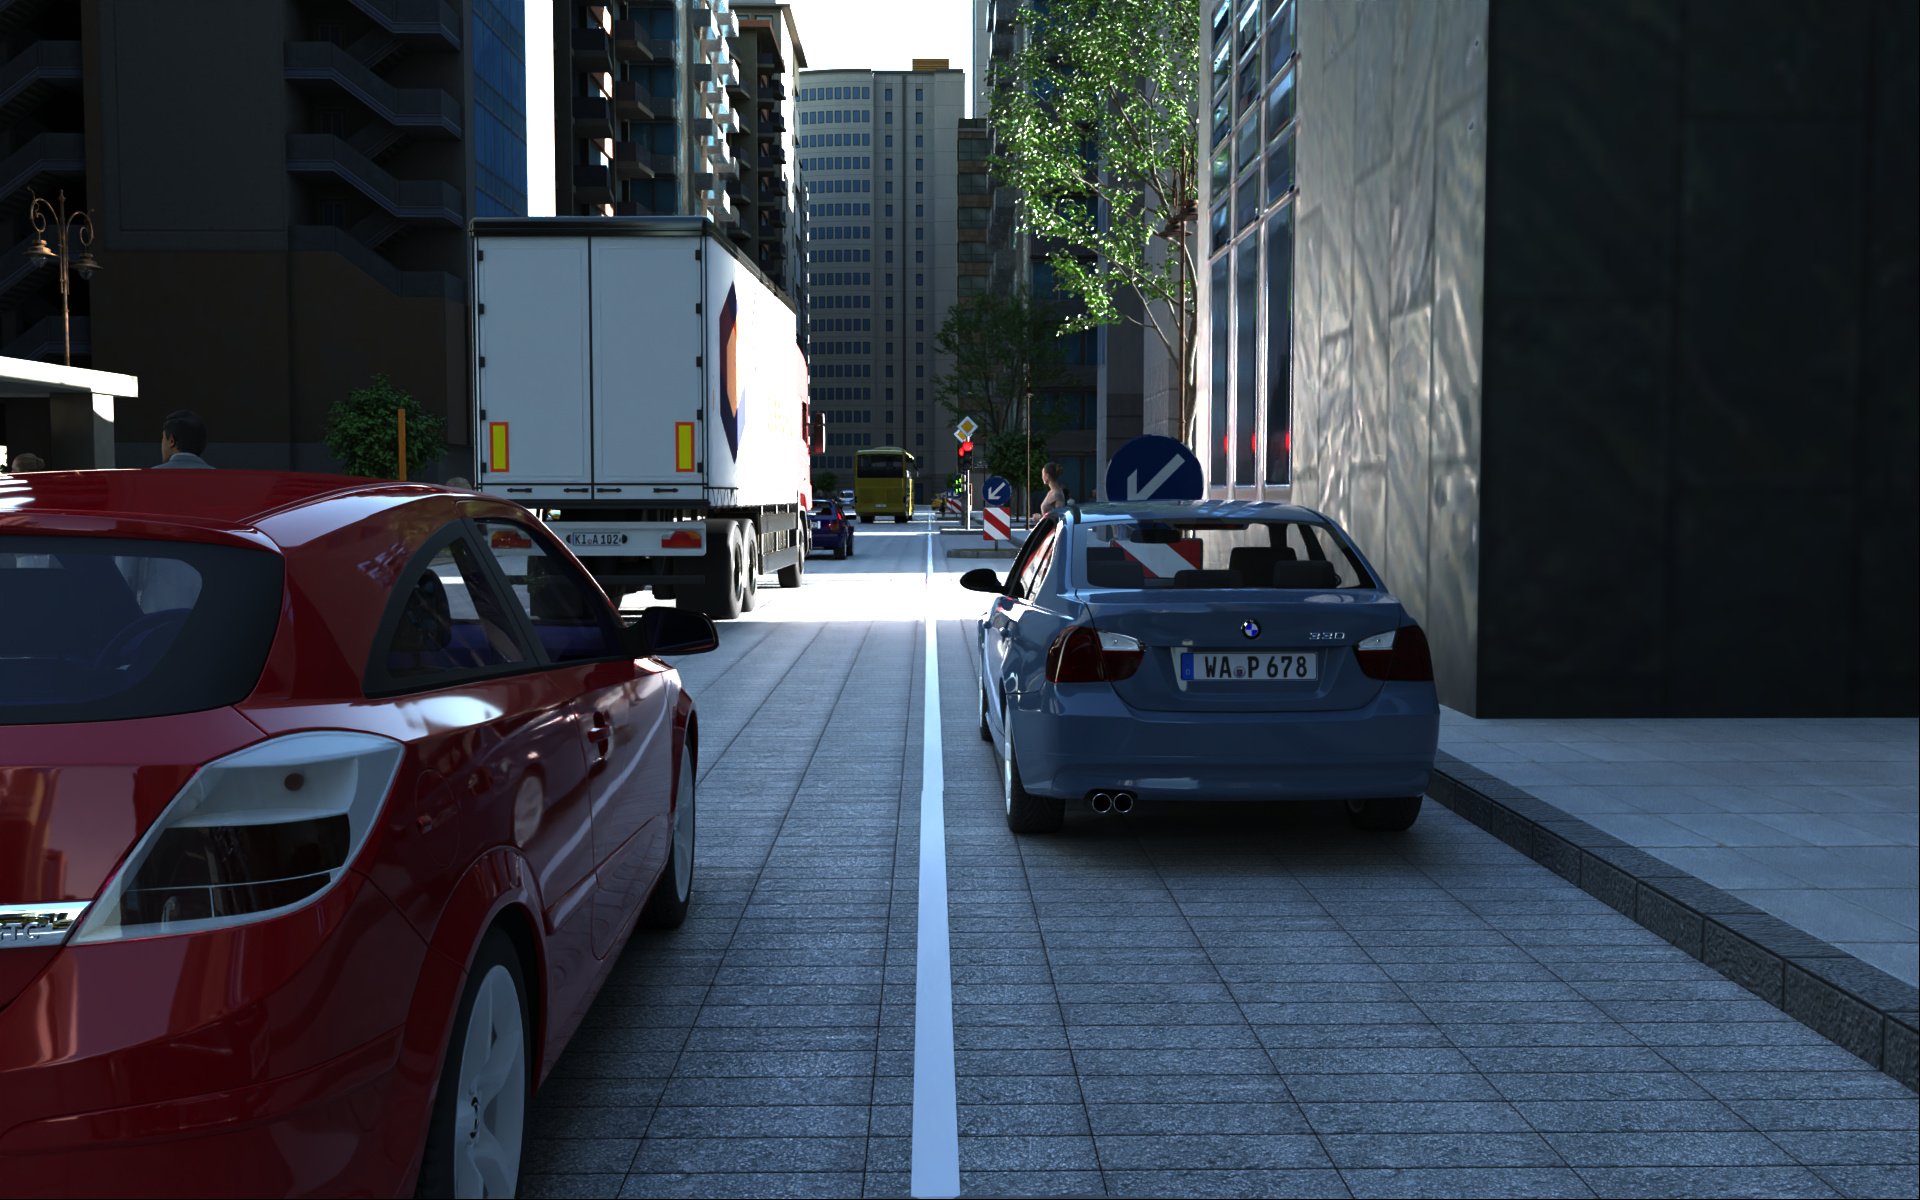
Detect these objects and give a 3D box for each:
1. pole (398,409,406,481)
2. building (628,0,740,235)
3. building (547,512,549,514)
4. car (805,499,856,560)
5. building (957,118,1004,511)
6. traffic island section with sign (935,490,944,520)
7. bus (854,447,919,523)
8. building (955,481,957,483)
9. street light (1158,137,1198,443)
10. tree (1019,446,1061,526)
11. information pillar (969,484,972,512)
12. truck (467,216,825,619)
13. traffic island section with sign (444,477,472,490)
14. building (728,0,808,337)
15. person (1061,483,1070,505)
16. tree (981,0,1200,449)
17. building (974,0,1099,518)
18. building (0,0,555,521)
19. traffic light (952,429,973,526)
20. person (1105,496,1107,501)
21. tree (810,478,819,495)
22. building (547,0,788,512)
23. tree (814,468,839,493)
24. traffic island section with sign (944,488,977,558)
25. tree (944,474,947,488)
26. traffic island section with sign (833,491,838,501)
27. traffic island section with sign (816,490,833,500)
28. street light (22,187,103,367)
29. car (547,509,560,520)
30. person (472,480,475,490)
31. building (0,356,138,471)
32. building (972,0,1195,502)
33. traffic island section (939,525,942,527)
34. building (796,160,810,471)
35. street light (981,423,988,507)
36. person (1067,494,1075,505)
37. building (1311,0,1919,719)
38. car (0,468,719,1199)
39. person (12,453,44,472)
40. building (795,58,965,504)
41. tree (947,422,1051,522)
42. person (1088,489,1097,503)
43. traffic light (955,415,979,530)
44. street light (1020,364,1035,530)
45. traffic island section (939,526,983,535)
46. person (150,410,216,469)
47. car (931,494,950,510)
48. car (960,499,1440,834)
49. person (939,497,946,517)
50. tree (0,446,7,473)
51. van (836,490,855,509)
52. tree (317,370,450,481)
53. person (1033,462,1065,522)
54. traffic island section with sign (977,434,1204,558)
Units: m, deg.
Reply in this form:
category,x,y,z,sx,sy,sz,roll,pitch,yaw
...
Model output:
category,x,y,z,sx,sy,sz,roll,pitch,yaw
pole,-13.365,-2.918,41.545,0.158,3.312,0.155,0,3,0
building,-27.291,-30.597,119.871,23.786,49.044,30.456,0,4,-1
building,-26.846,-26.164,82.412,22.147,44.769,28.867,0,4,-1
car,-3.342,-1.623,39.123,1.945,1.354,3.894,0,4,0
building,6.716,-22.314,136.541,14.160,30.474,14.107,0,4,-1
traffic island section with sign,-0.297,-5.314,95.503,1.989,1.847,2.006,0,4,-1
bus,-3.786,-6.010,89.816,2.896,3.916,12.252,0,4,1
building,9.797,-47.085,208.086,20.563,71.187,20.611,0,4,-1
street light,2.939,-3.069,22.967,0.468,5.910,1.993,0,4,-1
tree,2.970,-4.561,69.179,1.663,3.219,1.824,0,3,0
information pillar,0.660,-7.382,125.194,0.304,2.012,0.304,-1,4,-19
truck,-3.642,-2.091,23.103,2.839,4.237,11.283,0,4,1
traffic island section with sign,-11.525,-1.884,39.429,1.989,1.847,2.006,0,4,-1
building,-31.432,-36.542,186.699,28.713,52.752,27.495,0,4,-1
person,4.683,-4.714,83.340,0.699,1.804,1.509,-3,5,-41
tree,3.971,-6.331,29.261,9.928,11.665,9.643,0,3,0
building,12.977,-29.740,105.854,23.786,49.044,30.456,0,4,-1
building,-21.419,-24.709,54.102,14.200,45.320,14.600,0,4,-1
traffic light,0.107,-4.961,70.030,0.839,4.253,0.868,0,4,-1
person,2.953,-1.621,32.743,0.606,1.804,0.583,2,4,30
tree,-17.453,-12.901,205.537,1.663,3.219,1.824,0,3,0
building,-27.480,-30.822,158.570,22.147,44.769,28.867,0,4,-1
tree,-16.967,-14.481,220.482,4.285,4.588,4.351,0,3,0
traffic island section with sign,0.697,-1.886,39.470,1.989,1.847,2.006,0,4,-1
tree,-0.382,-14.612,222.612,4.285,4.588,4.351,0,3,0
traffic island section with sign,-14.346,-11.648,199.066,1.989,1.847,2.006,0,4,-1
traffic island section with sign,-13.858,-9.973,171.678,1.989,1.847,2.006,0,4,-1
street light,-13.634,-3.283,26.458,0.468,5.910,1.993,0,4,-1
car,-11.988,-2.726,54.789,2.015,1.641,3.980,0,3,0
person,-12.477,-2.202,44.600,0.616,1.811,0.778,-1,4,-13
building,-28.086,-19.983,18.609,32.217,40.220,23.993,0,4,-1
building,11.590,-37.746,159.149,21.231,58.520,28.212,0,4,-1
traffic island section,0.147,-2.927,70.145,2.009,0.180,2.903,0,4,-1
building,-25.707,-32.398,213.295,14.086,41.232,14.154,0,4,-1
street light,1.505,-8.169,106.350,0.468,5.910,1.993,0,4,-1
person,4.726,-3.860,73.395,0.306,1.304,0.590,-2,4,-24
building,14.190,-42.188,2.449,22.319,86.520,31.000,0,4,-1
car,-1.747,0.282,4.426,2.155,1.783,4.494,0,4,-2
person,-7.502,-0.297,13.911,0.362,1.759,0.519,-2,4,-33
building,-13.513,-42.554,237.761,28.212,58.520,21.231,0,4,-1
tree,2.570,-5.806,78.647,4.285,4.588,4.351,0,3,0
person,5.534,-3.890,70.008,0.716,1.782,0.532,1,4,11
traffic light,0.247,-4.473,62.046,0.839,4.253,0.868,0,4,-1
street light,2.409,-5.424,61.469,0.468,5.910,1.993,0,4,-1
traffic island section,0.288,-2.439,62.161,2.009,0.180,2.903,0,4,-1
person,-3.728,-0.004,8.417,0.661,1.843,0.795,-3,4,-38
car,-1.611,-8.918,156.034,2.015,1.641,3.980,0,4,1
car,1.019,0.207,8.619,2.014,1.417,4.499,0,4,-2
person,-1.027,-5.242,98.883,0.373,1.253,0.362,2,4,35
tree,-32.560,-3.998,59.967,1.663,3.219,1.824,0,3,0
van,-10.942,-9.852,168.095,2.013,2.044,4.112,0,4,1
tree,-15.298,-3.791,45.692,4.285,4.588,4.351,0,3,0
person,0.971,-0.631,19.165,0.374,1.781,0.599,-1,4,-9
traffic island section with sign,1.164,-0.219,12.207,1.989,1.847,2.006,0,4,-1
